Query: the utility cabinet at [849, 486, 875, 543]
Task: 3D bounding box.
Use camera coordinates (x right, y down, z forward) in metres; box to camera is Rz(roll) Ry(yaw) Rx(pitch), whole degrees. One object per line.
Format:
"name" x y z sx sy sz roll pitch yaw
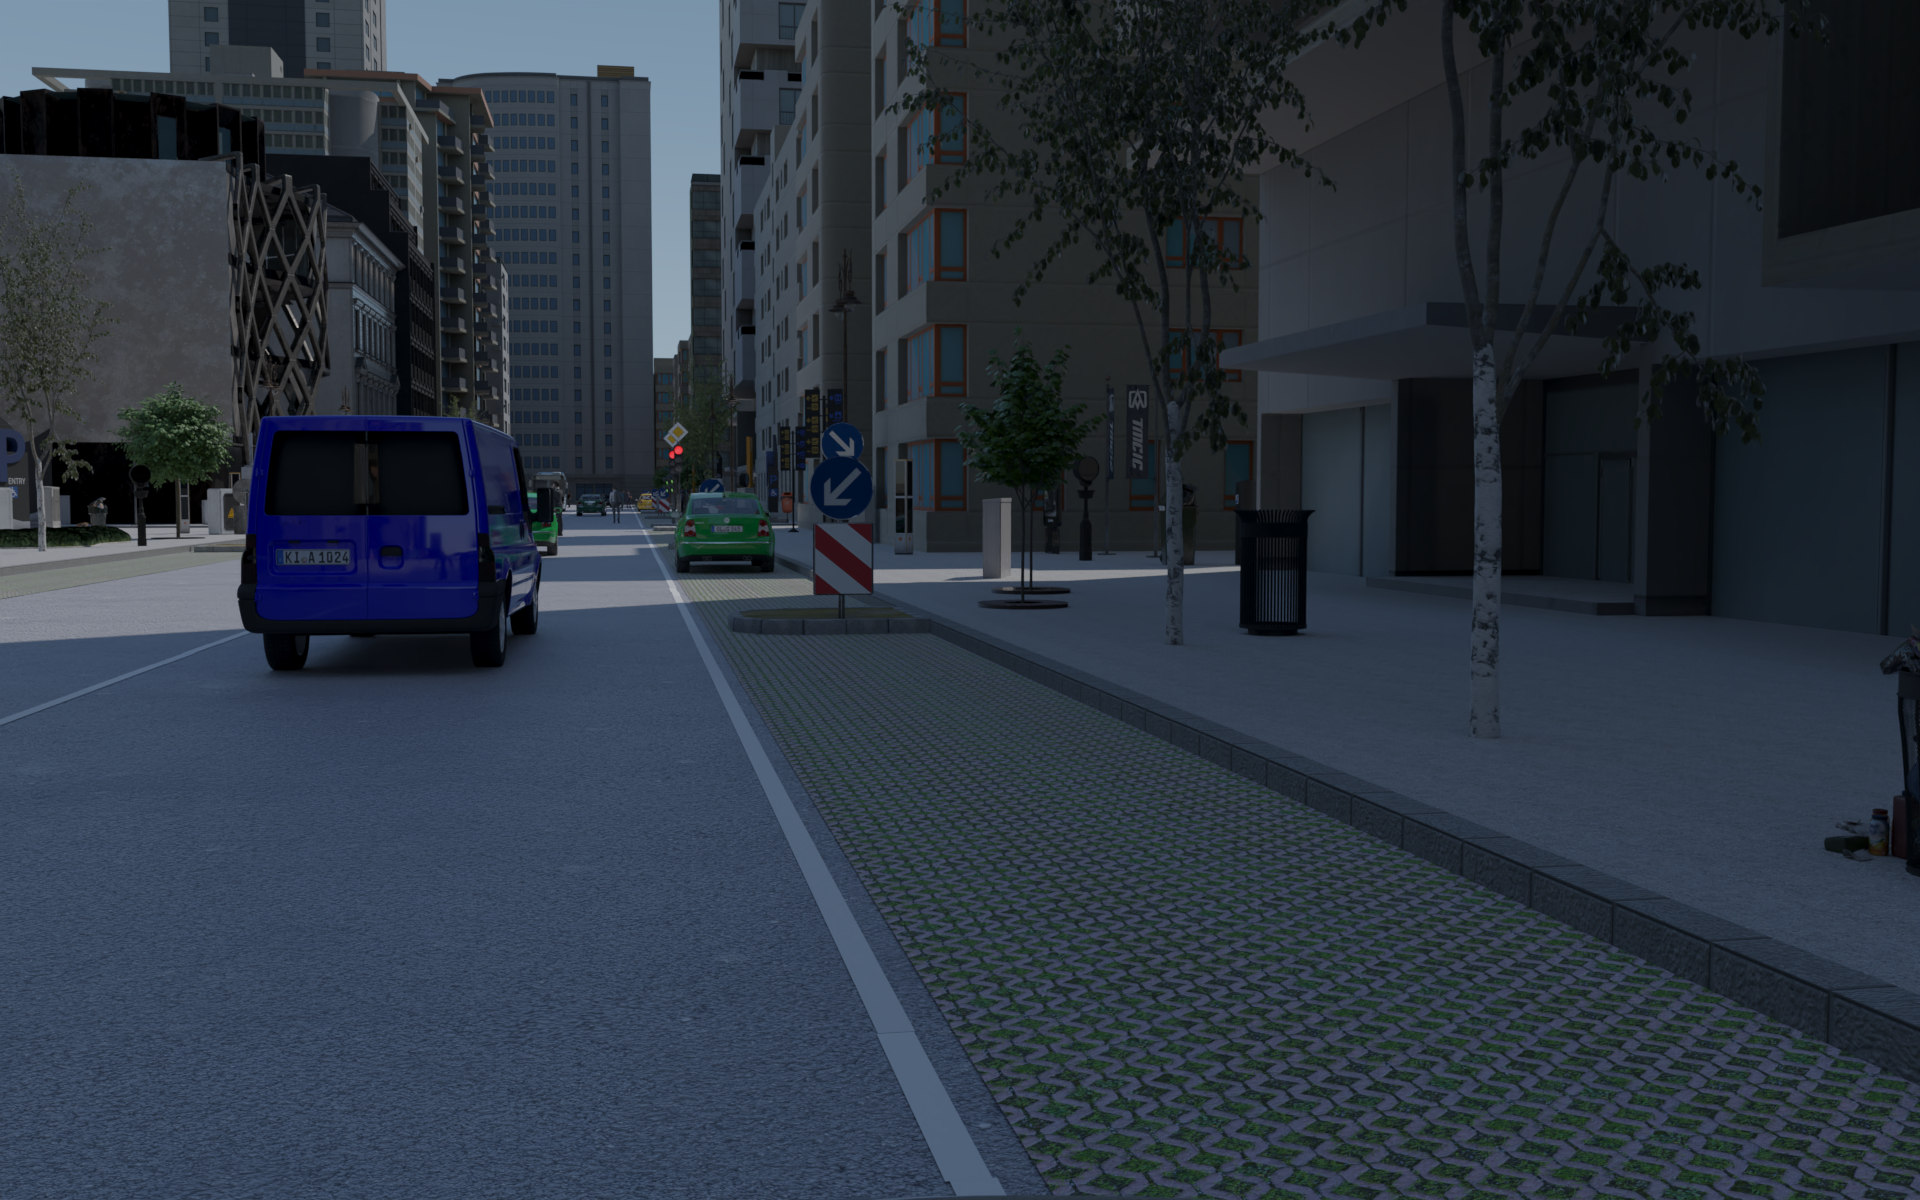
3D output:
"utility cabinet" -2.578 -2.236 45.233 0.318 1.500 1.173 -2 4 -25

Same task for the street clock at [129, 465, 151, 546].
"street clock" -20.152 -2.327 42.618 0.471 2.002 0.358 -2 4 -34

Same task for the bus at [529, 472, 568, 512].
"bus" -33.403 -8.940 141.024 2.948 3.499 13.247 -1 4 -12

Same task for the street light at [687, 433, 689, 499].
"street light" -18.233 -8.748 115.811 0.468 5.910 1.993 -1 4 -11

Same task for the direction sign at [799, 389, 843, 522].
"direction sign" -2.935 -2.778 37.421 0.876 3.537 0.379 1 4 18

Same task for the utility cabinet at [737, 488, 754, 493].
"utility cabinet" -7.349 -3.091 59.221 0.318 1.500 1.173 0 4 7

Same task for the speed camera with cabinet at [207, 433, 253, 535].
"speed camera with cabinet" -23.044 -3.732 55.352 0.660 3.252 2.038 2 4 25

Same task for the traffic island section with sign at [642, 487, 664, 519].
"traffic island section with sign" -17.191 -5.581 99.884 1.989 1.847 2.006 -1 4 -11

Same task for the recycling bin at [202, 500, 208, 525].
"recycling bin" -31.241 -3.659 72.385 0.722 1.027 0.722 -2 4 -32

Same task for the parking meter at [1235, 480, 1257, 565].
"parking meter" 5.177 -1.404 31.374 0.372 1.533 0.369 0 3 0

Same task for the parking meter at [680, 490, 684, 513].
"parking meter" -19.343 -6.828 120.050 0.372 1.533 0.369 0 3 0

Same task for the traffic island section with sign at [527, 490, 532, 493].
"traffic island section with sign" -42.962 -10.061 173.119 1.989 1.847 2.006 -1 4 -11

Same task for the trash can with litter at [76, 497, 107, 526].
"trash can with litter" -29.942 -2.950 59.617 1.055 1.170 0.624 0 4 -7

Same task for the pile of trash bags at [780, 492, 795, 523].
"pile of trash bags" -8.968 -4.038 75.769 3.447 1.369 1.912 0 4 -6

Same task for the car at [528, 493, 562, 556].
"car" -10.541 -1.999 41.473 1.959 1.807 4.718 -1 4 -13

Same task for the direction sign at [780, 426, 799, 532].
"direction sign" -5.591 -4.038 58.022 0.876 3.537 0.379 1 4 11

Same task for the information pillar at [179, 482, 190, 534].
"information pillar" -25.204 -3.161 56.172 0.304 2.012 0.304 -3 5 -43

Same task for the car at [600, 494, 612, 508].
"car" -37.614 -10.591 182.952 2.009 1.686 4.222 -1 4 -12

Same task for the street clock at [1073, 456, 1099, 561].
"street clock" 2.420 -1.758 33.307 0.471 2.002 0.358 -2 4 -26

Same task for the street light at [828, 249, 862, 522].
"street light" -2.169 -3.671 32.816 0.468 5.910 1.993 -1 4 -11

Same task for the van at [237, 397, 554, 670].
"van" -4.978 -0.701 15.849 2.240 2.365 5.245 -1 4 -9

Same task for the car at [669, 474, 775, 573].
"car" -4.510 -1.469 32.816 1.959 1.807 4.718 -1 4 -10

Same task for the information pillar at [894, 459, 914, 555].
"information pillar" -1.188 -1.968 36.676 0.304 2.012 0.304 2 4 29

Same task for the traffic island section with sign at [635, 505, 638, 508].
"traffic island section with sign" -31.749 -10.192 175.268 1.989 1.847 2.006 -1 4 -11

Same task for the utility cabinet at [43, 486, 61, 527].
"utility cabinet" -26.070 -2.508 49.680 0.318 1.500 1.173 -1 4 -18

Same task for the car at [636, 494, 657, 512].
"car" -24.966 -7.862 138.767 2.015 1.641 3.980 -1 4 -11

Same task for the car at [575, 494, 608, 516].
"car" -24.071 -6.200 113.161 2.131 1.459 4.920 -1 4 -9

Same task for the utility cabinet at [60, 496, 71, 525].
"utility cabinet" -37.597 -3.723 72.033 1.020 1.237 0.306 -2 4 -34

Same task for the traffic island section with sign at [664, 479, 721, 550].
"traffic island section with sign" -6.598 -2.231 45.109 1.989 1.847 2.006 -1 4 -11

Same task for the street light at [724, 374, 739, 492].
"street light" -8.812 -5.755 66.885 0.468 5.910 1.993 -1 4 -11

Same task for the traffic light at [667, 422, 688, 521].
"traffic light" -10.969 -4.799 67.391 0.839 4.253 0.868 -1 4 -11

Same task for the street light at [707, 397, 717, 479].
"street light" -11.790 -6.714 82.562 0.468 5.910 1.993 -1 4 -11

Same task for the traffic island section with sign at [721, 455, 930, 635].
"traffic island section with sign" -1.455 -0.601 18.455 1.989 1.847 2.006 -1 4 -11

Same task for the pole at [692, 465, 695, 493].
"pole" -18.347 -7.680 119.404 0.158 3.312 0.155 0 3 0

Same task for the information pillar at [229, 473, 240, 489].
"information pillar" -24.908 -3.367 59.536 0.304 2.012 0.304 -2 4 -32

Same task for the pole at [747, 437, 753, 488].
"pole" -7.493 -4.153 61.746 0.158 3.312 0.155 0 3 0

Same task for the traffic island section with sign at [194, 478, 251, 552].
"traffic island section with sign" -17.887 -2.121 43.302 1.989 1.847 2.006 -1 4 -11

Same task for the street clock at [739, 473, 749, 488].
"street clock" -7.475 -3.396 60.089 0.358 2.002 0.471 1 4 10

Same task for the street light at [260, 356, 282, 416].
"street light" -23.089 -5.221 58.150 0.468 5.910 1.993 -1 4 -11

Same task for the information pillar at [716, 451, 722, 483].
"information pillar" -12.921 -6.217 93.007 0.183 3.616 0.504 -3 4 -38

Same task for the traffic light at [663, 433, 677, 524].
"traffic light" -12.484 -5.279 75.232 0.839 4.253 0.868 -1 4 -11

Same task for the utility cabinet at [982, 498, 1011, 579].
"utility cabinet" 0.565 -0.954 26.759 0.306 1.237 1.020 1 4 10

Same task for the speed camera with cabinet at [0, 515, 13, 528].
"speed camera with cabinet" -25.954 -3.133 45.566 2.038 3.252 0.660 1 4 18

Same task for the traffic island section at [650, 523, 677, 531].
"traffic island section" -12.443 -3.246 75.353 2.009 0.180 2.903 -1 4 -11

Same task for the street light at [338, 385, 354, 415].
"street light" -26.101 -6.174 73.740 0.468 5.910 1.993 -1 4 -11
